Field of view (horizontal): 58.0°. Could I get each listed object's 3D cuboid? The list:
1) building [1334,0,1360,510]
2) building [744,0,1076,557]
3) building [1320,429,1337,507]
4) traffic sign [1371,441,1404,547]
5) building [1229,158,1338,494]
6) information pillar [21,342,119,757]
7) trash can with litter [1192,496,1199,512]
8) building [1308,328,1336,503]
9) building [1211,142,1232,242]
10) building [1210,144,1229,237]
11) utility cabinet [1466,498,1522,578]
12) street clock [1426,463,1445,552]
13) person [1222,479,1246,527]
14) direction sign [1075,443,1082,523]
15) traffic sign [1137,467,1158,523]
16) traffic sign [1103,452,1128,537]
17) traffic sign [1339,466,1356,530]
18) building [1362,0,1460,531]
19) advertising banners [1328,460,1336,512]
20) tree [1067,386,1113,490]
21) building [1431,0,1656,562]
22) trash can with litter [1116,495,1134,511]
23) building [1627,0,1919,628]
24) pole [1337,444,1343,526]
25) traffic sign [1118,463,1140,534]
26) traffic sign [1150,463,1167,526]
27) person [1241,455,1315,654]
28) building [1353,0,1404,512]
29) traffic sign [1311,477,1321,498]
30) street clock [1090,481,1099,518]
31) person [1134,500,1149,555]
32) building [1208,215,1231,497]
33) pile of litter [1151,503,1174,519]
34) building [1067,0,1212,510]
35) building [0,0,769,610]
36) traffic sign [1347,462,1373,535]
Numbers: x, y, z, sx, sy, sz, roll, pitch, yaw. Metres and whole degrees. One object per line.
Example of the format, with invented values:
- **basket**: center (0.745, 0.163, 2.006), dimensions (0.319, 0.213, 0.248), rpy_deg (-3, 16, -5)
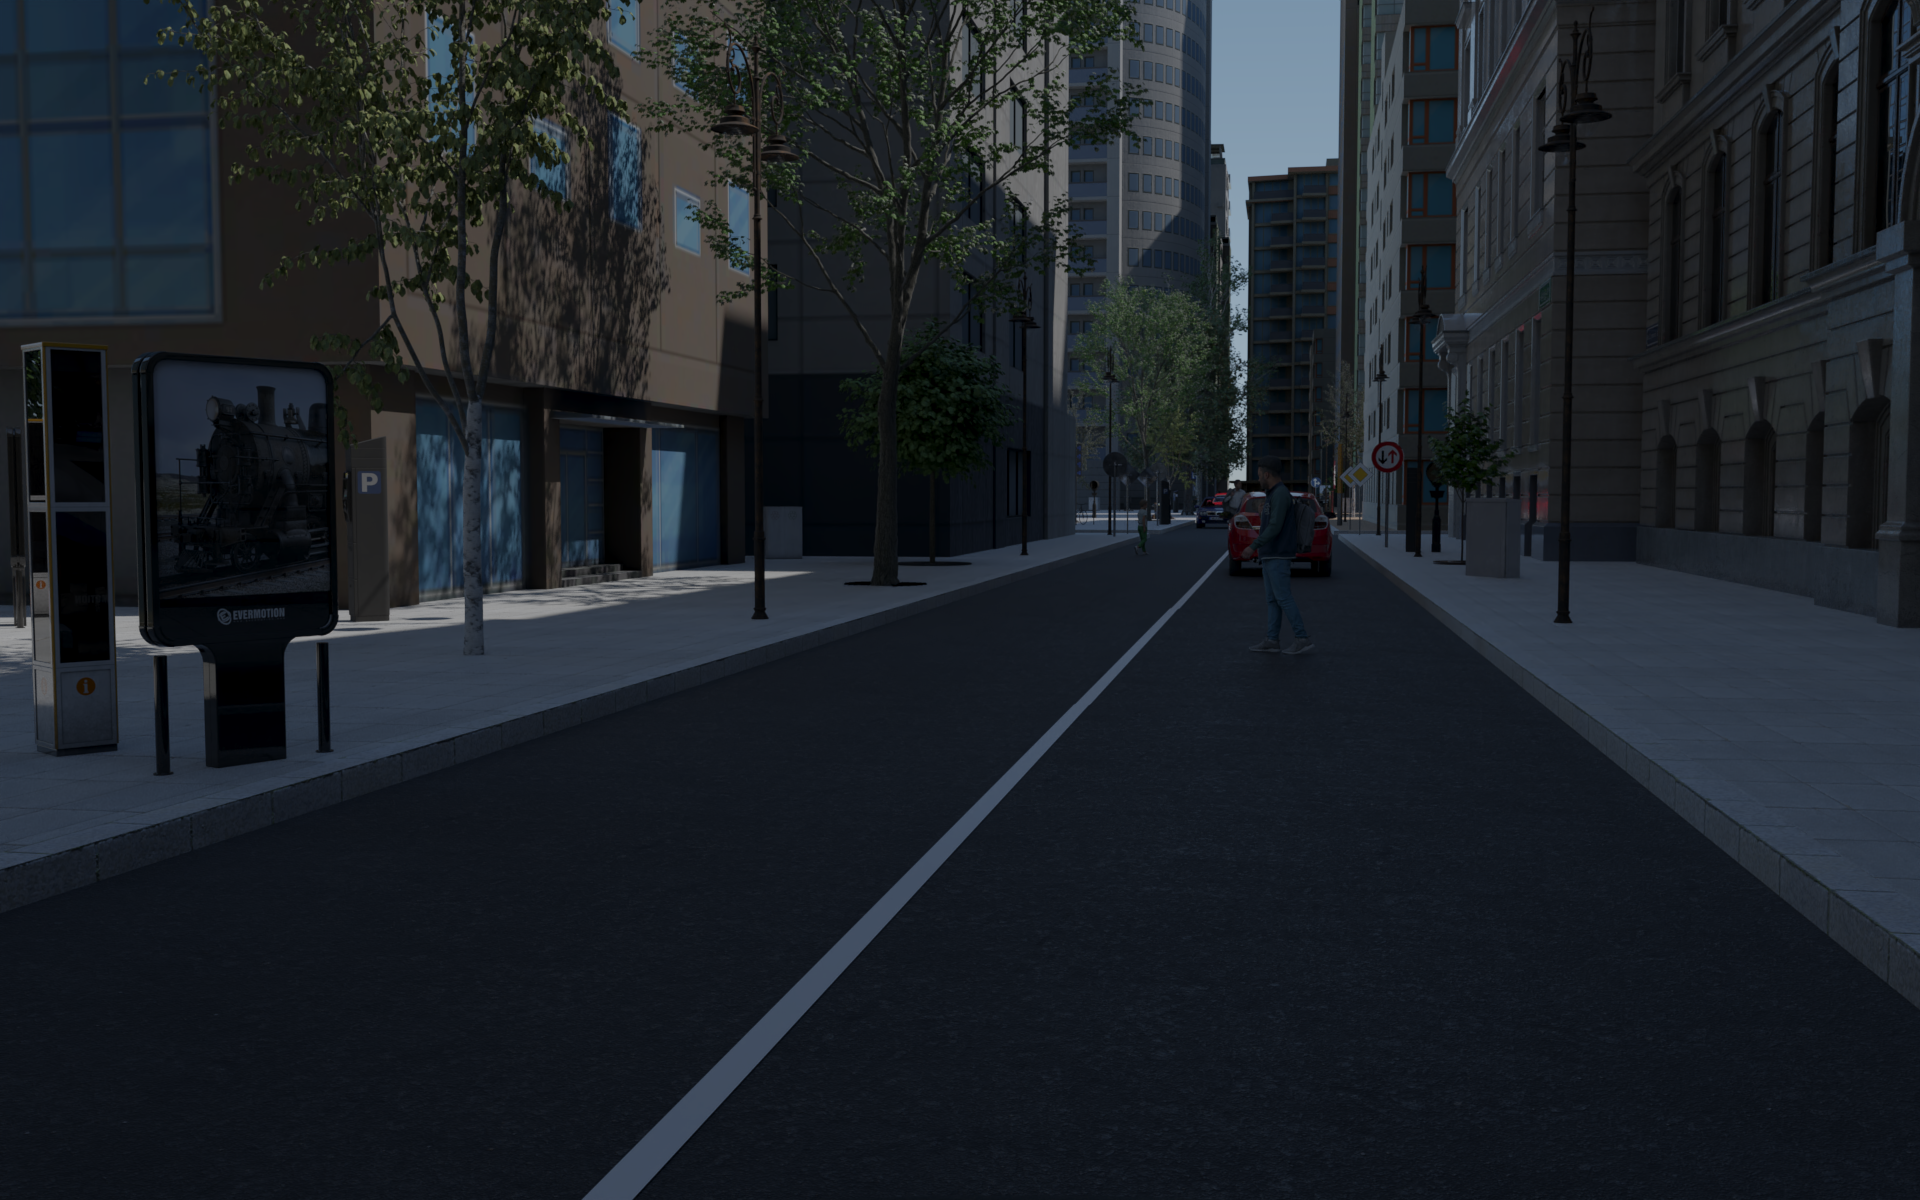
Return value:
- **building**: center (37.909, -30.005, 140.687), dimensions (14.600, 45.320, 14.200), rpy_deg (1, 4, 11)
- **building**: center (-8.328, -37.100, 44.831), dimensions (20.611, 71.187, 20.563), rpy_deg (1, 4, 11)
- **building**: center (45.696, -51.900, 161.232), dimensions (22.319, 86.520, 31.000), rpy_deg (1, 4, 11)
- **traffic sign**: center (10.263, -2.538, 41.609), dimensions (0.768, 2.556, 0.104), rpy_deg (1, 4, 15)
- **building**: center (50.575, -35.085, 228.263), dimensions (28.867, 44.769, 22.147), rpy_deg (1, 4, 11)
- **information pillar**: center (-4.407, -0.250, 8.586), dimensions (0.304, 2.012, 0.304), rpy_deg (3, 5, 44)
- **trash can with litter**: center (16.678, -6.932, 124.729), dimensions (1.055, 1.170, 0.624), rpy_deg (-3, 5, -44)
- **building**: center (53.192, -21.280, 192.969), dimensions (27.650, 21.520, 28.899), rpy_deg (1, 4, 11)
- **building**: center (21.152, -37.601, 234.376), dimensions (30.456, 49.044, 23.786), rpy_deg (1, 4, 11)
- **building**: center (24.579, -31.884, 204.900), dimensions (14.086, 41.232, 14.154), rpy_deg (1, 4, 11)
- **utility cabinet**: center (8.265, -0.959, 26.844), dimensions (0.306, 1.237, 1.020), rpy_deg (-1, 4, -19)
- **street clock**: center (10.514, -2.056, 38.188), dimensions (0.471, 2.002, 0.358), rpy_deg (1, 4, 22)
- **person**: center (7.455, -2.350, 47.030), dimensions (0.679, 1.850, 0.850), rpy_deg (0, 4, 2)
- **direction sign**: center (5.200, -5.246, 77.777), dimensions (0.379, 3.537, 0.876), rpy_deg (-2, 4, -30)
- **traffic sign**: center (6.832, -3.646, 63.258), dimensions (0.795, 2.450, 0.064), rpy_deg (1, 4, 11)
- **traffic sign**: center (4.653, -3.181, 52.123), dimensions (0.768, 2.556, 0.104), rpy_deg (1, 4, 20)
- **traffic sign**: center (13.950, -3.564, 61.913), dimensions (0.795, 2.450, 0.064), rpy_deg (1, 4, 11)
- **building**: center (32.150, -13.841, 71.341), dimensions (28.899, 21.520, 27.650), rpy_deg (1, 4, 11)
- **advertising banners**: center (19.175, -5.693, 89.267), dimensions (0.090, 3.025, 2.074), rpy_deg (1, 4, 21)
- **tree**: center (7.706, -10.062, 114.882), dimensions (4.360, 8.622, 3.978), rpy_deg (0, 3, 0)
- **building**: center (19.037, -15.579, 40.627), dimensions (13.634, 28.700, 20.117), rpy_deg (1, 4, 11)
- **trash can with litter**: center (12.008, -7.180, 128.458), dimensions (2.233, 1.210, 1.678), rpy_deg (-1, 4, -23)
- **building**: center (14.481, -11.907, 13.758), dimensions (14.460, 24.649, 34.723), rpy_deg (1, 4, 11)
- **pole**: center (15.452, -4.682, 70.393), dimensions (0.158, 3.312, 0.155), rpy_deg (0, 3, 0)
- **traffic sign**: center (5.367, -3.166, 55.408), dimensions (0.795, 2.450, 0.064), rpy_deg (1, 4, 11)
- **traffic sign**: center (7.985, -4.271, 69.939), dimensions (0.768, 2.556, 0.104), rpy_deg (1, 4, 11)
- **person**: center (2.866, -0.418, 15.679), dimensions (0.721, 1.781, 0.623), rpy_deg (0, 4, -1)
- **building**: center (36.107, -27.097, 126.622), dimensions (14.154, 41.232, 14.086), rpy_deg (1, 4, 11)
- **traffic sign**: center (27.185, -8.084, 132.286), dimensions (0.768, 2.556, 0.104), rpy_deg (1, 4, 11)
- **street clock**: center (7.171, -5.374, 92.439), dimensions (0.471, 2.002, 0.358), rpy_deg (2, 4, 25)
- **person**: center (4.271, -1.711, 40.721), dimensions (0.306, 1.304, 0.590), rpy_deg (3, 5, 42)
- **building**: center (22.046, -25.475, 188.212), dimensions (14.160, 30.474, 14.107), rpy_deg (1, 4, 11)
- **pile of litter**: center (10.157, -4.529, 88.009), dimensions (1.176, 0.858, 1.719), rpy_deg (-3, 4, -39)
- **building**: center (10.853, -37.325, 152.265), dimensions (21.231, 58.520, 28.212), rpy_deg (1, 4, 11)
- **building**: center (-11.668, -22.960, 25.507), dimensions (14.600, 45.320, 14.200), rpy_deg (1, 4, 11)
- **traffic sign**: center (12.485, -3.084, 54.063), dimensions (0.795, 2.450, 0.064), rpy_deg (1, 4, 11)
